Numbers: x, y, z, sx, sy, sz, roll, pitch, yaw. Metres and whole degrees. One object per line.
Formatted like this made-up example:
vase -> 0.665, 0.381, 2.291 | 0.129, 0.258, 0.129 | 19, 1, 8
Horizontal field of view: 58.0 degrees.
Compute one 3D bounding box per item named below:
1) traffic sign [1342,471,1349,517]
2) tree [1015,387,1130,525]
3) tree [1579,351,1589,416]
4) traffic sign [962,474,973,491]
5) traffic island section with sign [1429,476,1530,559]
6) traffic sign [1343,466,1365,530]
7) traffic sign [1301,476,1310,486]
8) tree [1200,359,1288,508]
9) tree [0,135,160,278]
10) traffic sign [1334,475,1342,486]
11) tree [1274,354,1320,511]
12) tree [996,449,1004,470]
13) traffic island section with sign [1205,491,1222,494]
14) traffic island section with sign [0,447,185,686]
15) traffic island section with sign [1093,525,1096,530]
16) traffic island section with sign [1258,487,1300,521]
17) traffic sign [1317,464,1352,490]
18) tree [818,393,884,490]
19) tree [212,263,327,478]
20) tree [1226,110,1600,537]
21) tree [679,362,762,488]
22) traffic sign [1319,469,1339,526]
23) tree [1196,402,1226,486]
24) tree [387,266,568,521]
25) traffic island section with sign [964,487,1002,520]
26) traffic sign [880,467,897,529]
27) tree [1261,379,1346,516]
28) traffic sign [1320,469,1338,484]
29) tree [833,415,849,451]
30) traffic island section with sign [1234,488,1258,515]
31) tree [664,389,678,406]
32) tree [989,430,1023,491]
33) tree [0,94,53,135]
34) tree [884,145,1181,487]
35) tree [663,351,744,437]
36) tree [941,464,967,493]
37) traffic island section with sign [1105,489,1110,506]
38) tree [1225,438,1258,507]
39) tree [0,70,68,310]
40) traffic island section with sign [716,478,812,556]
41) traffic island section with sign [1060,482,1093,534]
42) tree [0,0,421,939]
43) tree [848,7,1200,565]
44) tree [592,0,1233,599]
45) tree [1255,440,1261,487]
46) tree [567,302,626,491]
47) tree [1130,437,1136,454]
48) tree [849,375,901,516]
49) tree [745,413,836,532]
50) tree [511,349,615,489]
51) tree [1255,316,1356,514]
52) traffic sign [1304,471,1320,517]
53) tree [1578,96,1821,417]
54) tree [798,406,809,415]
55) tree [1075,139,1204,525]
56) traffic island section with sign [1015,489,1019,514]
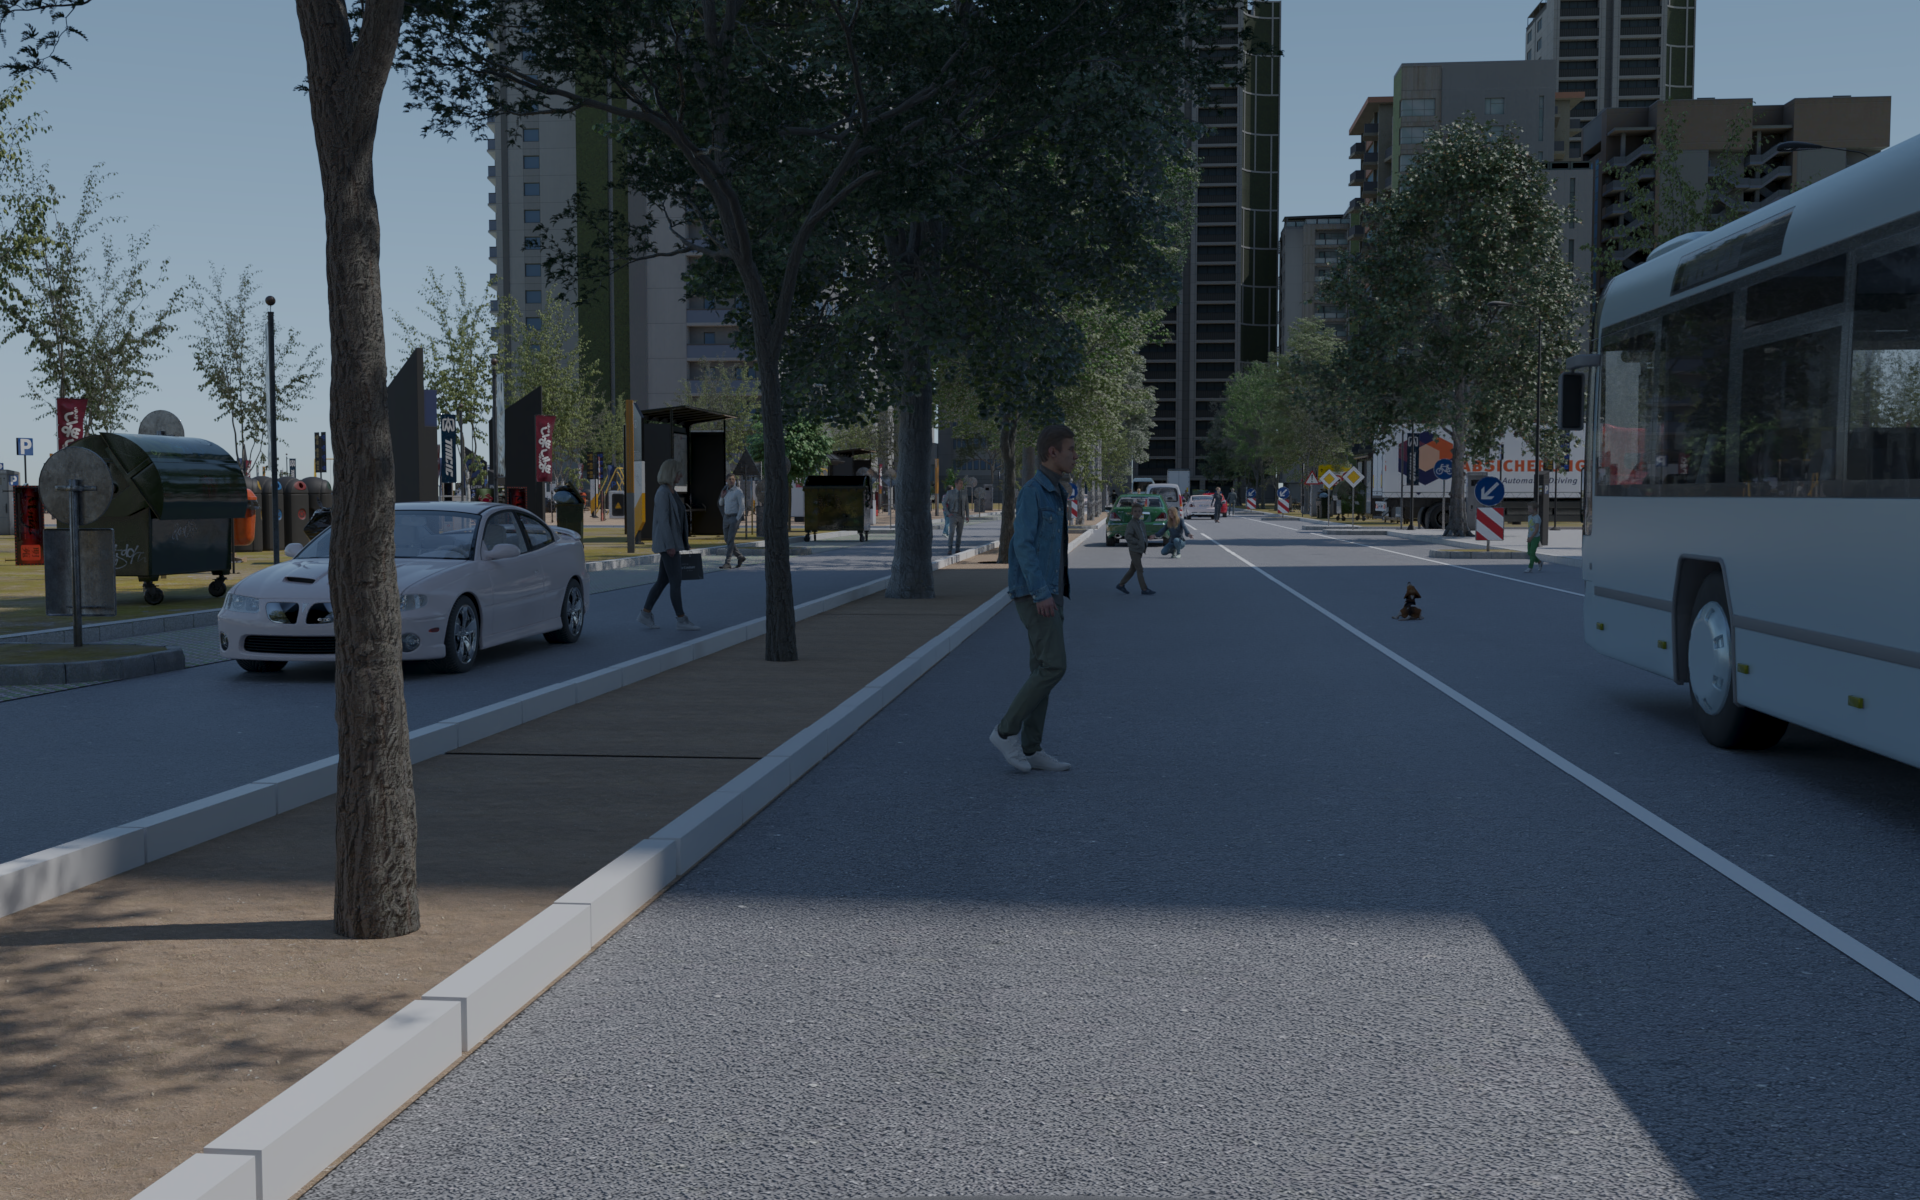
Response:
traffic sign -> 21.642, -5.895, 96.483 | 0.768, 2.556, 0.104 | 1, 4, 16
tree -> 4.686, -7.266, 71.618 | 4.737, 8.622, 4.395 | 0, 3, 0
tree -> 29.352, -7.752, 77.106 | 4.360, 8.622, 3.978 | 0, 3, 0
traffic sign -> 0.421, -6.844, 111.906 | 0.884, 2.594, 0.081 | 0, 4, 7
traffic island section with sign -> 11.702, -1.866, 39.145 | 1.989, 1.847, 2.006 | 0, 4, 6
traffic sign -> 14.015, -3.553, 61.732 | 0.795, 2.450, 0.064 | 0, 4, 6
traffic sign -> 23.802, -7.266, 118.904 | 0.768, 2.556, 0.104 | 1, 4, 8
tree -> 26.994, -15.115, 157.504 | 12.009, 13.543, 11.850 | 0, 3, 0
tree -> -19.394, -5.364, 38.058 | 4.360, 8.622, 3.978 | 0, 3, 0
traffic sign -> 25.141, -7.059, 115.526 | 0.768, 2.556, 0.104 | 0, 4, 7
tree -> 23.801, -12.519, 130.438 | 9.928, 11.665, 9.643 | 0, 3, 0
tree -> 4.944, -13.035, 163.489 | 4.737, 8.622, 4.395 | 0, 3, 0
traffic island section with sign -> 25.428, -9.958, 171.443 | 1.989, 1.847, 2.006 | 0, 4, 6
traffic island section with sign -> -7.390, -0.317, 13.803 | 1.989, 1.847, 2.006 | 0, 4, 6
traffic island section with sign -> 4.506, -3.813, 70.480 | 2.006, 1.907, 1.989 | 0, 4, 6
traffic island section with sign -> 17.412, -5.235, 94.217 | 1.989, 1.847, 2.006 | 0, 4, 6
traffic sign -> 25.071, -7.464, 115.904 | 2.265, 3.308, 0.079 | 1, 4, 9
tree -> -6.528, -9.764, 110.004 | 4.737, 8.622, 4.395 | 0, 3, 0
tree -> -22.669, -6.402, 55.039 | 4.360, 8.622, 3.978 | 0, 3, 0
tree -> 15.003, -8.262, 52.090 | 9.611, 12.733, 9.660 | 0, 3, 0
tree -> -12.465, -8.877, 95.501 | 4.737, 8.622, 4.395 | 0, 3, 0
traffic sign -> 14.839, -4.039, 69.675 | 0.795, 2.450, 0.064 | 0, 4, 6
tree -> 30.757, -16.738, 190.667 | 9.611, 12.733, 9.660 | 0, 3, 0
tree -> -15.916, -6.413, 55.210 | 4.737, 8.622, 4.395 | 0, 3, 0
traffic island section with sign -> 1.123, -5.338, 95.911 | 1.989, 1.847, 2.006 | 0, 4, 6
traffic sign -> -2.539, -3.659, 63.464 | 0.795, 2.450, 0.064 | 0, 4, 6
tree -> 20.757, -9.228, 101.233 | 4.360, 8.622, 3.978 | 0, 3, 0
traffic sign -> 19.169, -5.507, 90.042 | 0.884, 2.594, 0.081 | 1, 4, 14
tree -> -7.019, -10.871, 128.103 | 4.360, 8.622, 3.978 | 0, 3, 0
traffic island section with sign -> 20.200, -6.875, 121.028 | 1.989, 1.847, 2.006 | 0, 4, 6
tree -> -16.355, -9.568, 106.806 | 4.737, 8.622, 4.395 | 0, 3, 0
tree -> 4.142, -12.025, 146.969 | 4.360, 8.622, 3.978 | 0, 3, 0
tree -> -16.831, -4.754, 28.097 | 4.360, 8.622, 3.978 | 0, 3, 0
tree -> 1.661, -7.536, 43.804 | 7.486, 12.596, 7.792 | 0, 3, 0
tree -> -13.041, -8.484, 89.084 | 4.360, 8.622, 3.978 | 0, 3, 0
tree -> -0.535, -7.110, 110.851 | 1.663, 3.219, 1.824 | 0, 3, 0
traffic island section with sign -> 12.255, -8.384, 145.219 | 2.006, 1.907, 1.989 | 0, 4, 6
tree -> 29.260, -13.863, 177.023 | 4.737, 8.622, 4.395 | 0, 3, 0
tree -> -14.175, -4.405, 22.379 | 4.737, 8.622, 4.395 | 0, 3, 0
traffic island section with sign -> -4.580, -1.979, 40.980 | 1.989, 1.847, 2.006 | 0, 4, 6
traffic island section with sign -> 3.732, -3.362, 63.113 | 2.006, 1.907, 1.989 | 0, 4, 6
tree -> -1.847, -4.209, 5.693 | 8.767, 10.594, 7.601 | 0, 4, 6
tree -> 1.059, -6.535, 35.057 | 9.928, 11.665, 9.643 | 0, 3, 0
tree -> -0.678, -6.998, 23.530 | 9.857, 13.997, 8.962 | 0, 3, 0
tree -> 25.389, -11.504, 138.455 | 4.360, 8.622, 3.978 | 0, 3, 0
tree -> -14.803, -6.789, 61.357 | 4.737, 8.622, 4.395 | 0, 3, 0
tree -> 11.051, -10.796, 129.328 | 4.737, 8.622, 4.395 | 0, 3, 0
tree -> -4.223, -9.347, 103.190 | 4.360, 8.622, 3.978 | 0, 3, 0
tree -> -5.791, -4.576, 58.537 | 4.285, 4.588, 4.351 | 0, 3, 0
tree -> -19.854, -8.386, 87.476 | 4.360, 8.622, 3.978 | 0, 3, 0
tree -> 22.578, -11.766, 110.503 | 7.486, 12.596, 7.792 | 0, 3, 0
traffic sign -> 19.379, -5.833, 95.370 | 0.884, 2.594, 0.081 | 1, 4, 12
tree -> 13.993, -5.038, 32.732 | 4.737, 8.622, 4.395 | 0, 3, 0
tree -> -9.804, -10.247, 117.908 | 4.737, 8.622, 4.395 | 0, 3, 0
tree -> 5.904, -14.381, 93.473 | 12.611, 20.169, 13.585 | 0, 3, 0
traffic island section with sign -> 3.914, -6.978, 122.721 | 1.989, 1.847, 2.006 | 0, 4, 6
